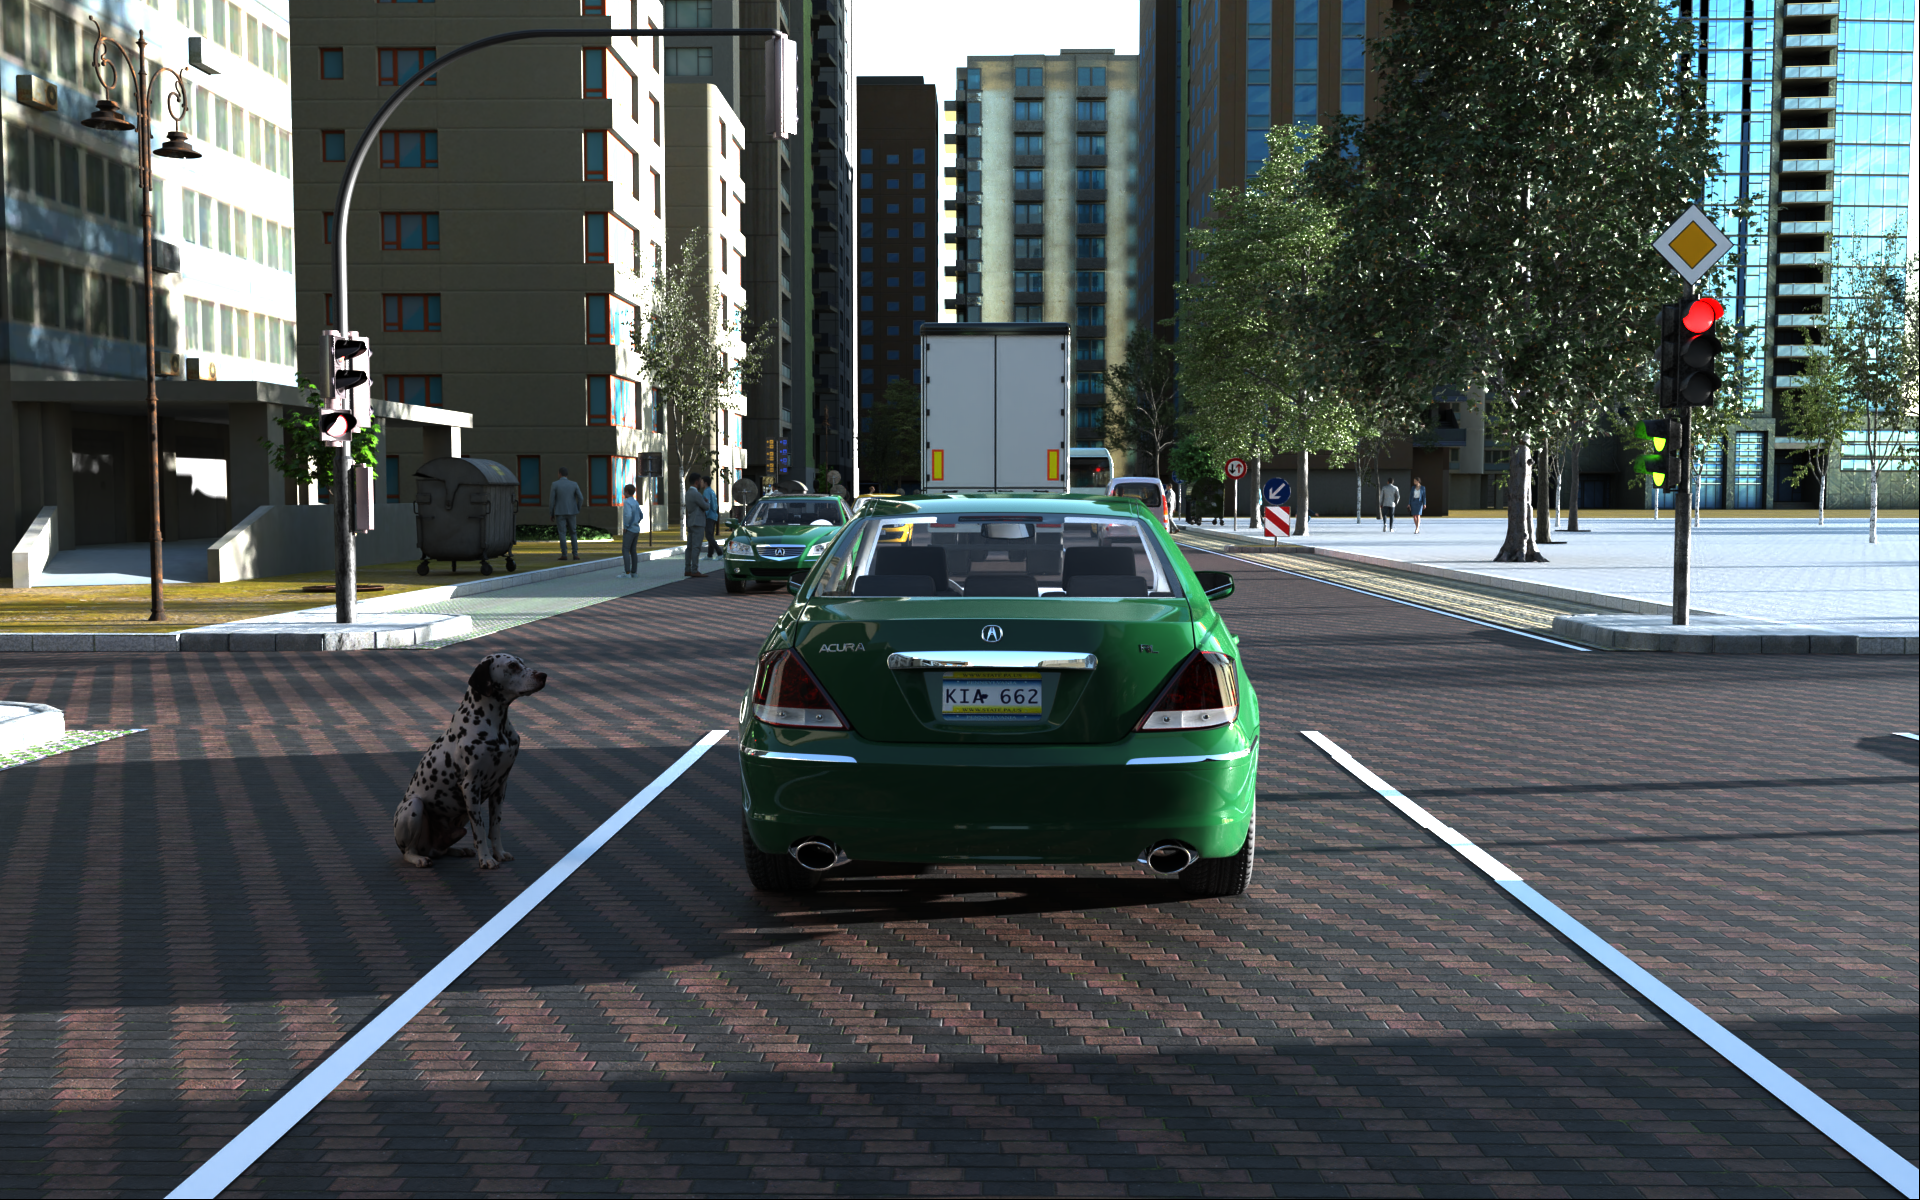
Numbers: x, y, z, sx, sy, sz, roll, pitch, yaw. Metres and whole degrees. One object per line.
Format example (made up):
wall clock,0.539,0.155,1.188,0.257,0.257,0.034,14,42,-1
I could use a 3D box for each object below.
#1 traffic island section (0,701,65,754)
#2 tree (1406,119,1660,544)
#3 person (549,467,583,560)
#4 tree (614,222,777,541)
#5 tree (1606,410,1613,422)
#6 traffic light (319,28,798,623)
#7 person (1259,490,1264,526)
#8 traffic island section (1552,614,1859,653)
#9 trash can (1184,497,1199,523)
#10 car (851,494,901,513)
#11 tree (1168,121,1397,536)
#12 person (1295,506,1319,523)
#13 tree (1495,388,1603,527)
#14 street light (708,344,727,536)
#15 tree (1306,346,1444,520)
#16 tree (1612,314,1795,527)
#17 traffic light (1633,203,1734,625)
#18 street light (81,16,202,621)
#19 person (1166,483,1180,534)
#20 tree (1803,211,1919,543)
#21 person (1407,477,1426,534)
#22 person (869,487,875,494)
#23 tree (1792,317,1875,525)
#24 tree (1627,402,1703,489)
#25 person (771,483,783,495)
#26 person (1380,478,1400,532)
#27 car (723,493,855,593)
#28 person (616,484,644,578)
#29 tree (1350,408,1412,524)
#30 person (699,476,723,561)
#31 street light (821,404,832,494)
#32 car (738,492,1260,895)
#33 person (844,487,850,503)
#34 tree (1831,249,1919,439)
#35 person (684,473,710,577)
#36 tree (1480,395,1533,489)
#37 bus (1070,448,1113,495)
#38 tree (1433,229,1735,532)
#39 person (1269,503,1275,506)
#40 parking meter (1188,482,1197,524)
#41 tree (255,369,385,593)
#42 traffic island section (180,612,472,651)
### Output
traffic island section,-6.267,0.795,9.281,2.009,0.180,2.903,0,4,1
tree,14.999,-7.273,44.675,9.928,11.665,9.643,0,3,0
person,-7.659,-1.683,33.662,0.635,1.810,0.391,-2,4,-34
tree,-7.440,-5.939,47.463,4.360,8.622,3.978,0,3,0
tree,35.288,-8.422,88.060,4.737,8.622,4.395,0,3,0
traffic light,-3.998,-2.597,17.129,4.771,5.953,1.251,0,4,1
person,11.854,-3.830,68.681,0.620,1.820,0.660,1,4,12
traffic island section,7.109,0.321,17.035,2.009,0.180,2.903,0,4,1
trash can,10.283,-3.971,76.576,0.748,1.137,0.748,0,3,0
car,-2.140,-2.183,45.917,2.015,1.641,3.980,0,4,0
tree,10.555,-8.298,53.803,7.486,12.596,7.792,0,3,0
person,13.083,-3.306,65.602,1.012,1.151,0.738,0,4,-8
tree,25.500,-7.614,74.851,4.360,8.622,3.978,0,3,0
street light,-7.505,-4.936,53.494,0.468,5.910,1.993,0,4,1
tree,20.821,-9.336,87.051,7.601,10.594,8.767,2,4,28
tree,29.100,-7.189,67.910,4.737,8.622,4.395,0,3,0
traffic light,7.069,-1.713,16.922,0.839,4.253,0.868,0,4,1
street light,-8.144,-2.729,17.408,0.468,5.910,1.993,0,4,1
person,7.518,-3.278,62.213,0.853,1.813,0.709,1,4,19
tree,24.041,-5.786,44.967,4.360,8.622,3.978,0,3,0
person,14.747,-3.040,55.774,0.581,1.822,0.654,3,5,42
person,-3.779,-4.042,75.143,0.362,1.759,0.519,-1,4,-12
tree,35.979,-7.444,72.064,4.737,8.622,4.395,0,3,0
tree,33.485,-7.968,80.644,4.360,8.622,3.978,0,3,0
person,-5.776,-2.803,54.595,0.850,1.792,0.678,3,4,38
person,14.578,-3.235,58.780,0.661,1.843,0.795,1,4,16
car,-2.457,-0.911,26.689,2.131,1.459,4.920,0,4,2
person,-5.631,-1.179,29.587,0.330,1.601,0.589,2,4,24
tree,17.572,-7.623,75.001,4.360,8.622,3.978,0,3,0
person,-5.330,-1.755,37.212,0.620,1.820,0.660,0,4,2
street light,-6.866,-7.112,89.067,0.468,5.910,1.993,0,4,1
car,0.207,0.253,7.658,2.131,1.459,4.920,0,4,3
person,-7.439,-6.347,110.348,0.750,1.759,0.617,-2,4,-29
tree,33.920,-7.635,59.253,7.601,10.594,8.767,-1,4,-18
person,-4.521,-1.302,29.967,0.466,1.800,0.511,-3,5,-44
tree,28.958,-8.460,88.690,4.737,8.622,4.395,0,3,0
bus,4.968,-4.930,75.471,2.948,3.499,13.247,0,4,1
tree,21.031,-9.077,58.779,12.009,13.543,11.850,0,3,0
person,14.969,-4.704,82.812,0.638,1.841,0.748,-1,4,-17
parking meter,9.980,-4.201,74.401,0.399,1.863,0.255,1,4,13
tree,-8.195,-1.740,23.047,1.663,3.219,1.824,0,3,0
traffic island section,-6.131,0.307,17.265,2.009,0.180,2.903,0,4,1
